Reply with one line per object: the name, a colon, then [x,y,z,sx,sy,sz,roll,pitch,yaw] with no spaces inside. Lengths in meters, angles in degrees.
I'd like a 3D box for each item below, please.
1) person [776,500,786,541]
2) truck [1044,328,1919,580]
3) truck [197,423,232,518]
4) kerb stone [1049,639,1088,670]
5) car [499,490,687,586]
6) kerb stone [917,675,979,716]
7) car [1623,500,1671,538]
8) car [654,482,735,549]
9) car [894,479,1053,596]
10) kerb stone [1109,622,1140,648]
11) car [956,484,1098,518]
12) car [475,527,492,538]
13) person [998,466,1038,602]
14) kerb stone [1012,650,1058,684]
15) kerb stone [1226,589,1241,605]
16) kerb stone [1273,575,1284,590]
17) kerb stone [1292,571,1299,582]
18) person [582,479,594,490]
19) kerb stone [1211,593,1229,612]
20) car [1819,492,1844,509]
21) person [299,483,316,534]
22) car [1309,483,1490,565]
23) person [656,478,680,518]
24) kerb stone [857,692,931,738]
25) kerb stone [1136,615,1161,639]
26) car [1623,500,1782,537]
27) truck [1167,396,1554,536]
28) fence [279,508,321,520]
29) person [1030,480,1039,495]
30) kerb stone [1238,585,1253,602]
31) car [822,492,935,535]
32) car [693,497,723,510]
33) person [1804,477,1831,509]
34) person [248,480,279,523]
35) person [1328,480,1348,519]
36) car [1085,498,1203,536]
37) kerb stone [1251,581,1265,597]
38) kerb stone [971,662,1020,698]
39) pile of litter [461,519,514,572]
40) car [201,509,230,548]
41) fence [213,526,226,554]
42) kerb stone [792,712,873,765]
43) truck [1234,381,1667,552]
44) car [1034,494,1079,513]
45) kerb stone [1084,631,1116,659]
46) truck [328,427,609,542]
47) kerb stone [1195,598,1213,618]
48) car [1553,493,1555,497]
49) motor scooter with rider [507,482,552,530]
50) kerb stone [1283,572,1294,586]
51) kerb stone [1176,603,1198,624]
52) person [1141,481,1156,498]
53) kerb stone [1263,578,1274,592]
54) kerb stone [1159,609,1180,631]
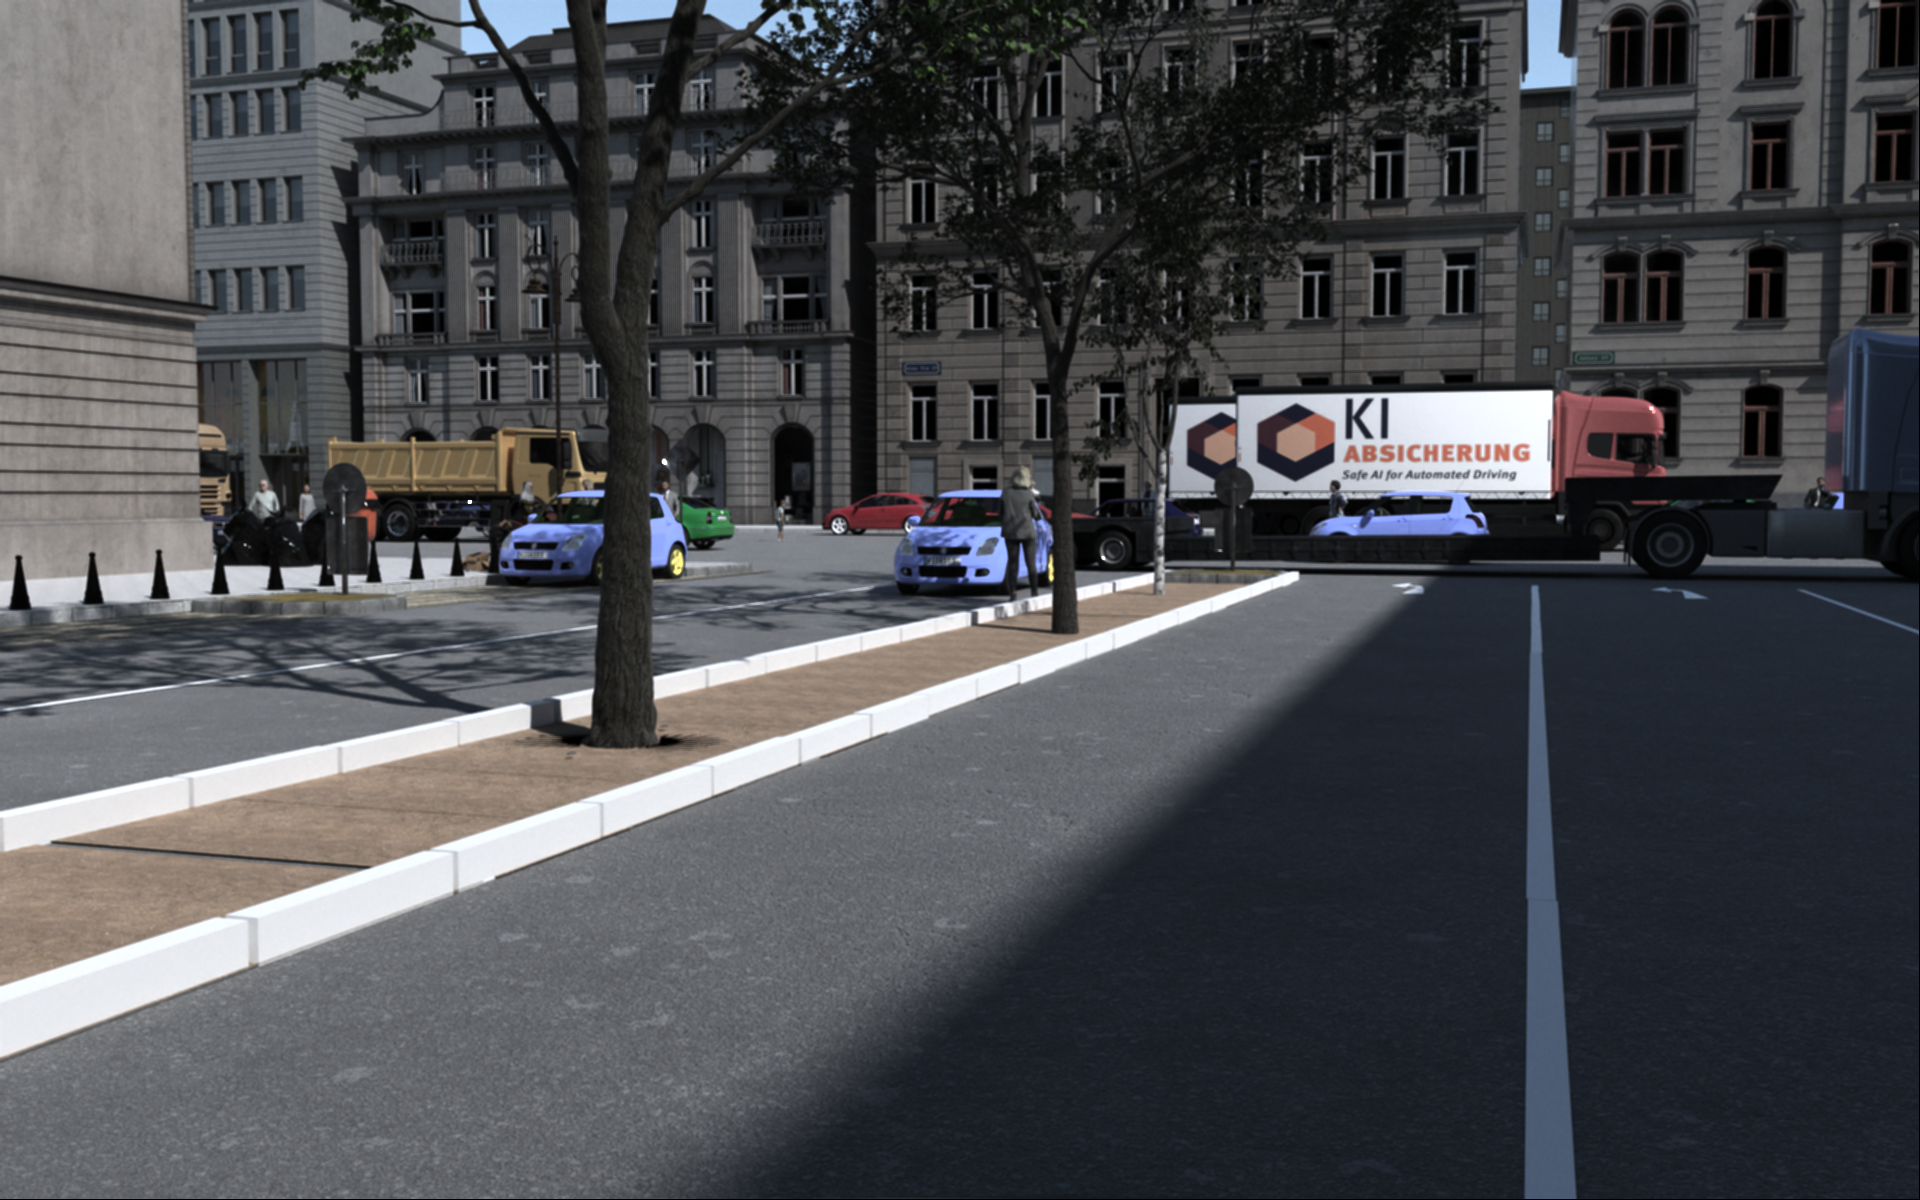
person: [-5.429,-2.406,52.520,0.352,1.250,0.332,1,4,12]
truck: [9.296,-2.515,30.883,18.799,4.110,2.967,1,4,19]
truck: [-29.732,-4.312,59.412,11.283,4.237,2.839,1,4,20]
kerb stone: [0.873,0.469,14.533,0.120,0.150,1.000,1,4,18]
car: [-5.917,-1.127,28.015,1.945,1.707,3.694,1,4,19]
kerb stone: [-0.099,0.648,11.604,0.120,0.150,1.000,1,4,18]
car: [22.121,-2.520,53.007,4.920,1.459,2.131,1,4,18]
car: [-8.221,-2.212,44.956,4.718,1.807,1.959,1,4,17]
car: [0.268,-0.986,25.717,1.945,1.707,3.694,1,4,16]
kerb stone: [1.526,0.349,16.484,0.120,0.150,1.000,1,4,18]
car: [1.364,-1.736,37.426,4.494,1.783,2.155,1,4,18]
car: [-13.896,-2.699,56.703,3.894,1.354,1.945,1,4,20]
person: [0.773,-0.866,22.843,0.537,1.800,0.526,1,4,21]
kerb stone: [0.558,0.528,13.556,0.120,0.150,1.000,1,4,18]
kerb stone: [3.452,-0.009,22.345,0.120,0.150,1.000,1,4,18]
kerb stone: [4.750,-0.248,26.264,0.120,0.150,1.000,1,4,18]
kerb stone: [5.397,-0.368,28.213,0.120,0.150,1.000,1,4,18]
person: [-8.850,-2.004,41.447,0.728,1.800,0.709,-2,4,-26]
kerb stone: [3.139,0.051,21.367,0.120,0.150,1.000,1,4,18]
car: [22.009,-1.900,40.662,3.694,1.707,1.945,1,4,17]
person: [-18.529,-2.432,49.018,0.760,1.731,0.466,0,4,-4]
car: [9.114,-1.620,36.074,3.694,1.707,1.945,1,4,18]
person: [-6.792,-1.916,40.105,0.678,1.792,0.850,0,4,7]
kerb stone: [-0.413,0.709,10.624,0.120,0.150,1.000,1,4,18]
kerb stone: [1.842,0.289,17.463,0.120,0.150,1.000,1,4,18]
car: [21.035,-2.488,49.469,4.718,1.807,1.959,1,4,19]
truck: [11.675,-3.694,49.311,11.283,4.237,2.839,1,4,20]
fence: [-28.068,-3.585,73.993,2.069,0.683,0.278,-1,4,-19]
person: [2.145,-2.582,50.586,0.818,1.842,0.514,2,4,34]
kerb stone: [3.773,-0.069,23.320,0.120,0.150,1.000,1,4,18]
car: [-2.683,-3.147,60.489,4.494,1.783,2.155,1,4,20]
car: [-10.668,-3.107,63.373,3.894,1.354,1.945,1,4,18]
person: [24.230,-2.509,48.890,0.648,1.900,0.474,-1,4,-17]
person: [-16.388,-1.939,40.682,0.782,1.767,0.515,-2,4,-25]
person: [8.417,-1.800,38.657,0.376,1.734,0.841,0,4,7]
car: [3.960,-1.837,42.611,3.894,1.354,1.945,1,4,17]
kerb stone: [4.102,-0.125,24.294,0.120,0.150,1.000,1,4,18]
kerb stone: [0.222,0.591,12.583,0.120,0.150,1.000,1,4,18]
pile of litter: [-8.024,-0.942,29.367,1.176,0.858,1.719,1,4,10]
car: [-21.088,-2.050,46.095,3.894,1.354,1.945,1,4,19]
fence: [-13.784,-1.060,32.700,0.278,0.683,2.069,1,4,18]
kerb stone: [-0.738,0.775,9.650,0.120,0.150,1.000,1,4,18]
truck: [12.898,-3.418,44.804,11.283,4.237,2.839,1,4,17]
car: [0.957,-1.880,40.519,4.222,1.686,2.009,1,4,16]
kerb stone: [1.197,0.412,15.507,0.120,0.150,1.000,1,4,18]
truck: [-14.094,-3.421,51.863,9.791,3.379,3.469,1,4,19]
kerb stone: [2.807,0.110,20.396,0.120,0.150,1.000,1,4,18]
car: [47.484,-7.845,137.862,1.945,1.707,3.694,1,4,18]
motor scooter with rider: [-10.473,-2.074,42.876,1.986,1.779,0.876,1,4,17]
kerb stone: [5.080,-0.307,27.236,0.120,0.150,1.000,1,4,18]
kerb stone: [2.488,0.170,19.420,0.120,0.150,1.000,1,4,18]
person: [5.886,-2.809,54.297,0.514,1.842,0.818,0,4,-2]
kerb stone: [4.417,-0.187,25.281,0.120,0.150,1.000,1,4,18]
kerb stone: [2.163,0.235,18.446,0.120,0.150,1.000,1,4,18]
